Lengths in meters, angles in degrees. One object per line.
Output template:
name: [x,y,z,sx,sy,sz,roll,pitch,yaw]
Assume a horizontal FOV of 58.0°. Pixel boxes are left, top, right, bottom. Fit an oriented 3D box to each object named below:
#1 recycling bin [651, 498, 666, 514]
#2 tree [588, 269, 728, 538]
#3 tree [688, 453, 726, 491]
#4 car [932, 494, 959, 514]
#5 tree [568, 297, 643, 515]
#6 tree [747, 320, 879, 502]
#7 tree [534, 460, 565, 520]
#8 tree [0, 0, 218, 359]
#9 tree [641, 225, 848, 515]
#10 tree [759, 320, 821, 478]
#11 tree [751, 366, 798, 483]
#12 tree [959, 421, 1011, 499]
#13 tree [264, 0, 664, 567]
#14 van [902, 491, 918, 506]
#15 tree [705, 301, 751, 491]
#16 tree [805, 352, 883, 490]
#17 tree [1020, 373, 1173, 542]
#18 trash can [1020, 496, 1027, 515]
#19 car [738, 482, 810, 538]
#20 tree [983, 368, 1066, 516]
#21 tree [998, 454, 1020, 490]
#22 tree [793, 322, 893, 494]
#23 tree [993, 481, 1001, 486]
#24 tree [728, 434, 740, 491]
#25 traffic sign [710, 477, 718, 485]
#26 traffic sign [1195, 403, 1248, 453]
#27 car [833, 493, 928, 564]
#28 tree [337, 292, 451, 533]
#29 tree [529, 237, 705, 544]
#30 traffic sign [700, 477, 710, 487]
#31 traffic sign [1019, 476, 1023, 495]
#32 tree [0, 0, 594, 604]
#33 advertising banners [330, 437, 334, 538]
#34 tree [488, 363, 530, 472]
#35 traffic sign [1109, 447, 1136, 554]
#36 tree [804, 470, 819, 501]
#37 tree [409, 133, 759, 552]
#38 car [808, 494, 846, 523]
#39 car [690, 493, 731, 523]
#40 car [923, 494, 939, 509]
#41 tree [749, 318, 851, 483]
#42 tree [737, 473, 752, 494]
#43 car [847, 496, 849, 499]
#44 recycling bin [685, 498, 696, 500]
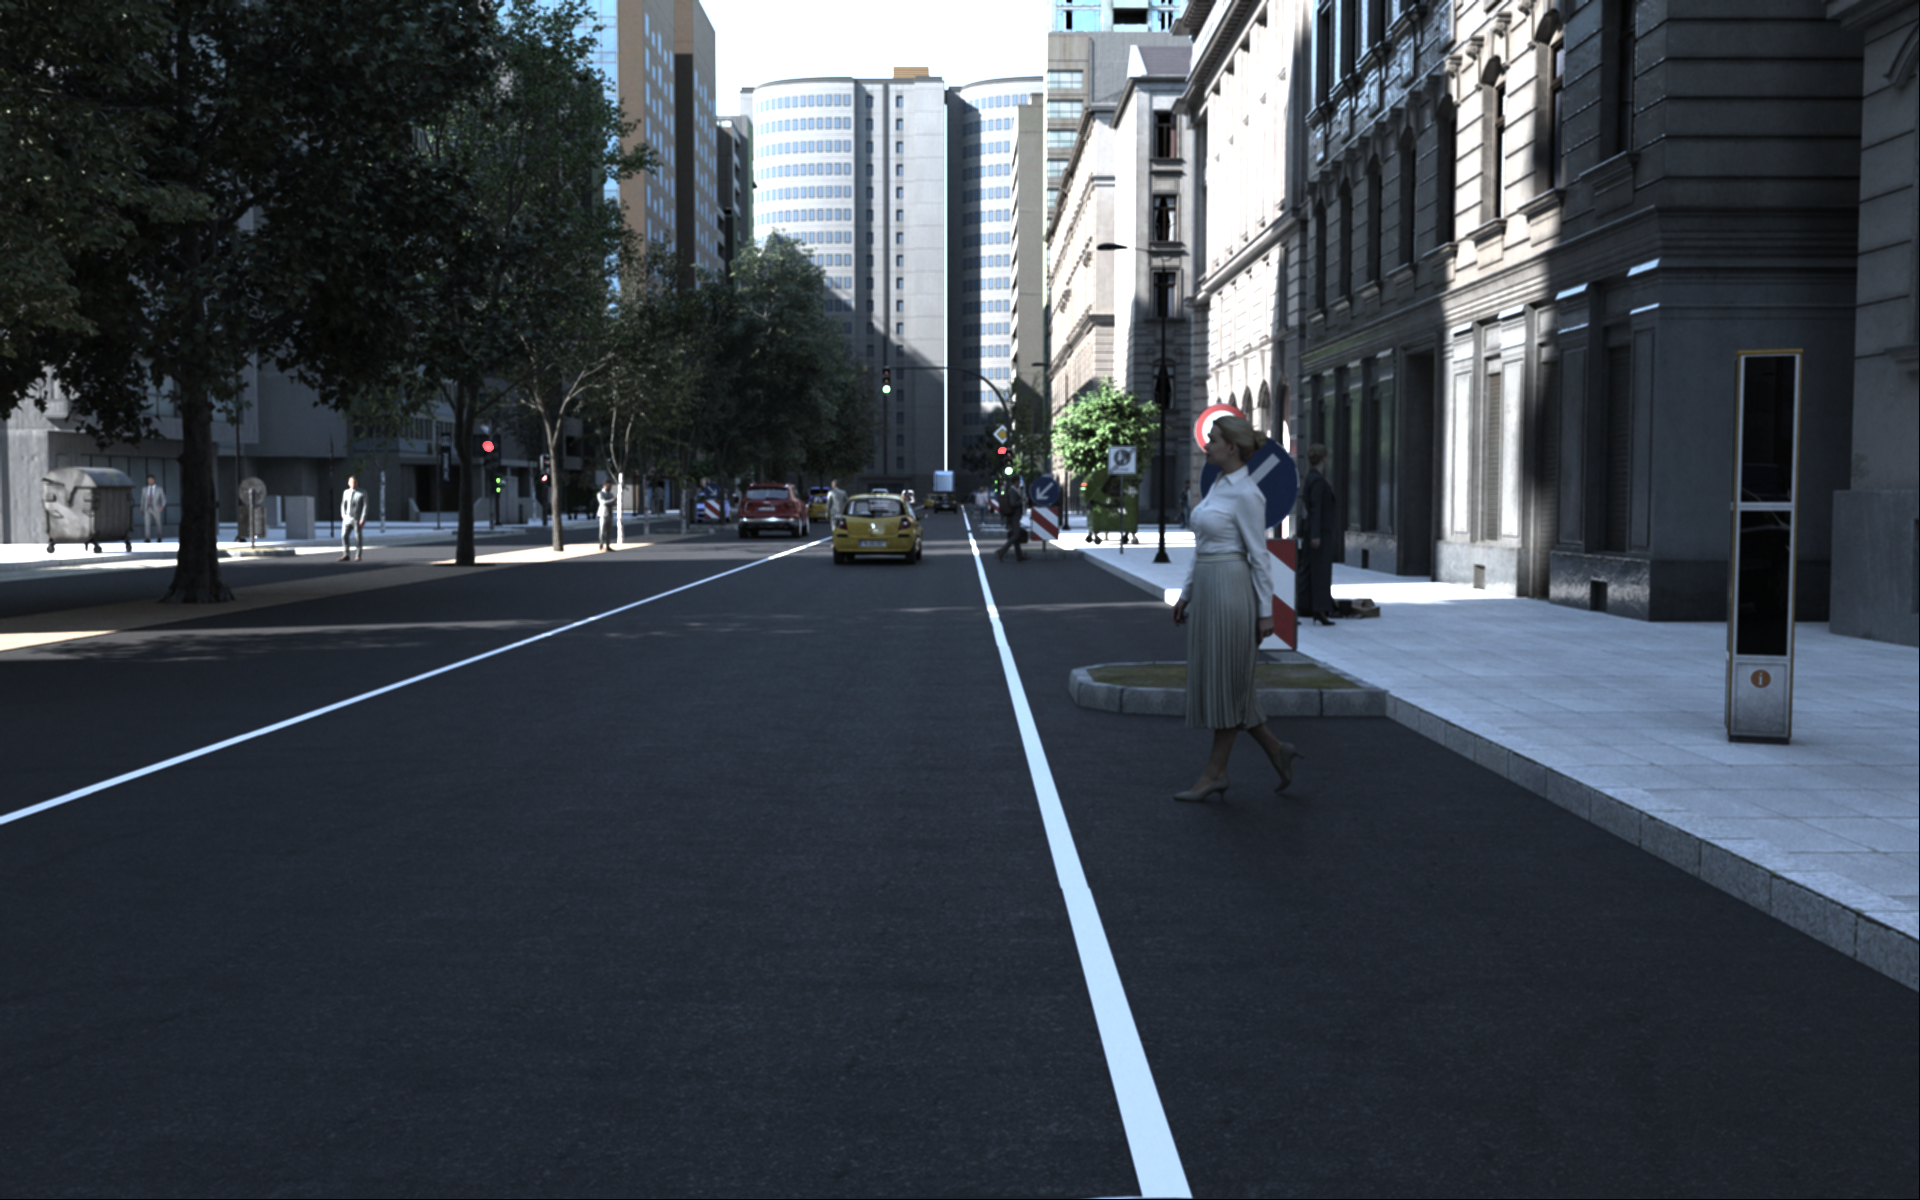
recycling bin: [-19.056,-5.923,109.397,0.722,1.027,0.722,-3,4,-37]
tree: [-10.011,-6.254,55.071,4.737,8.622,4.395,0,3,0]
tree: [-19.954,-9.371,136.928,4.285,4.588,4.351,0,3,0]
car: [-1.059,-7.285,128.890,2.009,1.686,4.222,0,4,0]
tree: [-19.606,-12.222,106.487,9.857,13.997,8.962,0,3,0]
tree: [-10.007,-11.582,108.836,9.611,12.733,9.660,0,3,0]
tree: [-20.840,-5.680,87.467,1.663,3.219,1.824,0,3,0]
tree: [-9.788,-5.718,14.072,7.486,12.596,7.792,0,3,0]
tree: [-9.731,-10.630,82.913,9.857,13.997,8.962,0,3,0]
tree: [-10.011,-8.352,73.421,8.767,10.594,7.601,0,3,0]
tree: [-10.186,-8.469,91.286,4.360,8.622,3.978,0,3,0]
tree: [3.865,-17.598,222.142,8.767,10.594,7.601,1,4,11]
tree: [-9.695,-6.461,33.857,9.928,11.665,9.643,0,3,0]
van: [-6.136,-12.294,208.024,2.013,2.044,4.112,0,4,1]
tree: [-9.620,-6.565,60.162,4.360,8.622,3.978,0,3,0]
tree: [-9.716,-12.862,130.880,7.486,12.596,7.792,0,3,0]
tree: [4.099,-3.892,47.354,4.285,4.588,4.351,0,3,0]
trash can: [3.727,-5.730,105.334,0.748,1.137,0.748,0,3,0]
car: [-6.214,-3.016,57.984,2.281,1.827,5.304,0,4,-1]
tree: [4.009,-9.257,101.720,4.737,8.622,4.395,0,3,0]
tree: [4.428,-9.312,135.963,4.285,4.588,4.351,0,3,0]
tree: [-9.631,-12.678,120.107,12.009,13.543,11.850,0,3,0]
tree: [4.808,-13.449,214.497,1.663,3.219,1.824,0,3,0]
tree: [-19.554,-11.723,142.033,4.737,8.622,4.395,0,3,0]
traffic sign: [-18.724,-8.034,131.455,0.768,2.556,0.104,0,4,3]
traffic sign: [3.673,-1.482,24.331,0.768,2.556,0.104,0,4,5]
car: [-1.712,-1.628,36.834,2.015,1.641,3.980,0,4,1]
tree: [-19.074,-6.538,57.261,4.737,8.622,4.395,0,3,0]
tree: [-9.656,-5.896,49.220,4.360,8.622,3.978,0,3,0]
traffic sign: [-19.098,-7.936,129.852,0.768,2.556,0.104,1,4,9]
traffic sign: [4.120,-7.377,120.715,0.768,2.556,0.104,1,4,9]
tree: [-10.080,-6.314,22.700,9.611,12.733,9.660,0,3,0]
advertising banners: [-18.541,-3.358,51.091,0.090,3.025,2.074,-1,4,-21]
tree: [-19.935,-7.981,80.845,4.360,8.622,3.978,0,3,0]
traffic sign: [3.460,-2.134,37.018,0.606,2.300,0.079,0,4,0]
tree: [-19.104,-16.587,221.563,4.737,8.622,4.395,0,3,0]
tree: [-9.895,-6.479,42.801,8.767,10.594,7.601,0,3,0]
car: [-6.745,-4.747,87.836,2.015,1.641,3.980,0,4,2]
car: [-12.569,-4.742,87.121,1.945,1.707,3.694,0,4,0]
car: [-2.552,-9.504,165.610,2.015,1.641,3.980,0,4,1]
tree: [-9.987,-10.411,98.425,9.928,11.665,9.643,0,3,0]
tree: [-19.920,-10.182,161.080,1.663,3.219,1.824,0,3,0]
car: [-13.390,-11.169,195.196,1.945,1.354,3.894,0,4,1]
recycling bin: [-18.928,-6.684,121.829,0.722,1.027,0.722,2,4,23]
